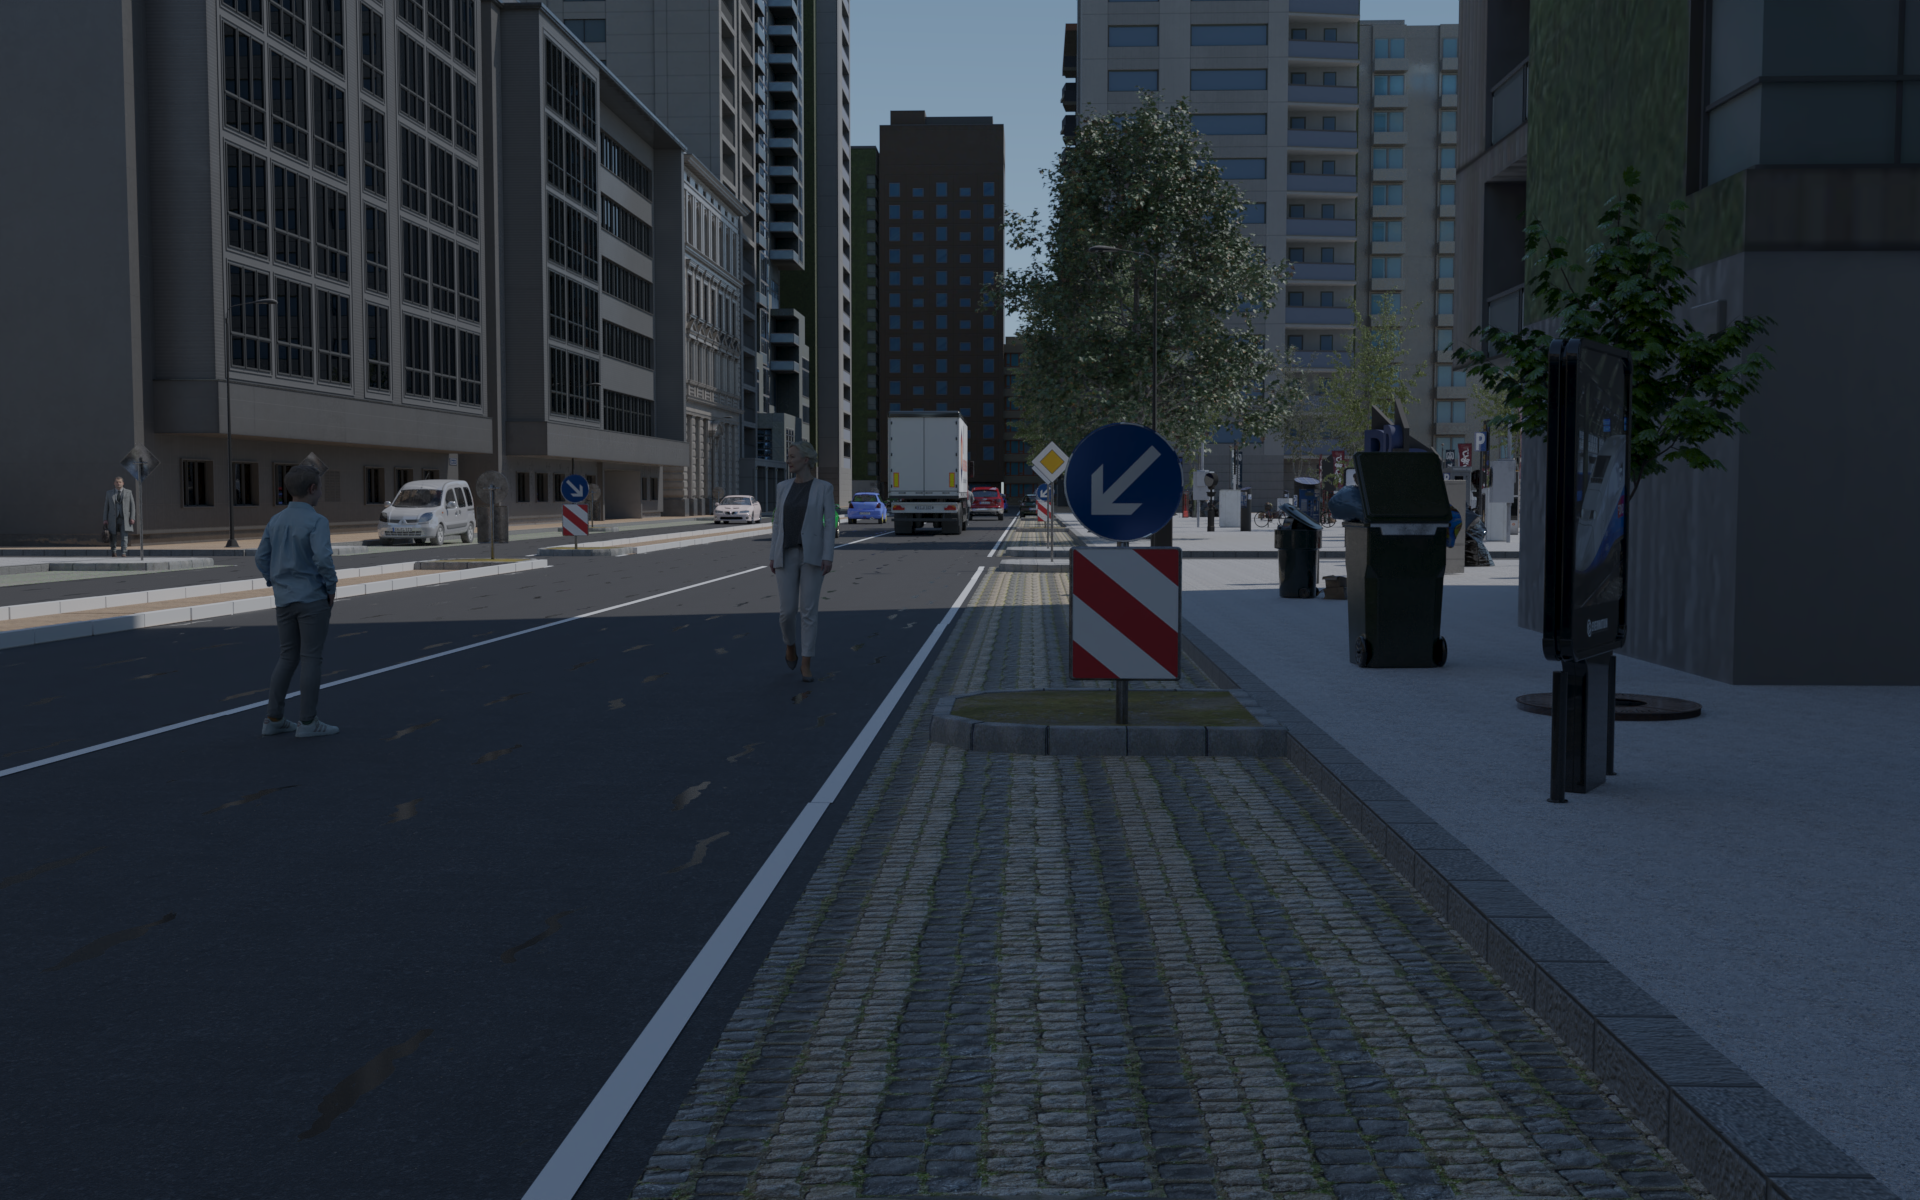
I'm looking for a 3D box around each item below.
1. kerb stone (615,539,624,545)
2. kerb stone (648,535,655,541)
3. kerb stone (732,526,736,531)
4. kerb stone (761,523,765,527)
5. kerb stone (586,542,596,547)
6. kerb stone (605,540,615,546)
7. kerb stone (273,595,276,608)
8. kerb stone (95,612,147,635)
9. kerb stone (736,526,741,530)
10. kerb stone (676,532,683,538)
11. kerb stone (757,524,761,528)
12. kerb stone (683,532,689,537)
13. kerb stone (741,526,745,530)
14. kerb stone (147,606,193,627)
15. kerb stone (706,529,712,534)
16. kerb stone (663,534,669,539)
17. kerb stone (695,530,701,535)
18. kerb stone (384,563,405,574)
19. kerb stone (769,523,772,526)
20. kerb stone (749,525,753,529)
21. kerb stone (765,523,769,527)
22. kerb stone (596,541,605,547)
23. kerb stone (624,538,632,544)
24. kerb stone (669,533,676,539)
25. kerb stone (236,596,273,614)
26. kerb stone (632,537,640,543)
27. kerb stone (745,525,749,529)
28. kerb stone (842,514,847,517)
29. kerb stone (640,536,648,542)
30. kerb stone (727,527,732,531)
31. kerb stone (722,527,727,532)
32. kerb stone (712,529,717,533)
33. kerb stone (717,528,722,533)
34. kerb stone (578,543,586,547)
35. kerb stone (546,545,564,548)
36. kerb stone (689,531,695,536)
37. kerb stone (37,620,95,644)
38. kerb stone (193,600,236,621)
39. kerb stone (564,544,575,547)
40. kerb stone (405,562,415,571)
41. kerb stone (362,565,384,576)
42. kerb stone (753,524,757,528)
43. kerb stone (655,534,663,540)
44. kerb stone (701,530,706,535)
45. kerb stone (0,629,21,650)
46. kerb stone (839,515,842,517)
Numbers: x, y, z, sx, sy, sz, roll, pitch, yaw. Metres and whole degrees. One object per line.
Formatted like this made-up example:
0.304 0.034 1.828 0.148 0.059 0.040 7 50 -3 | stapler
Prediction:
-9.650 -1.603 48.399 0.120 0.150 1.000 0 4 2 | kerb stone
-9.482 -1.853 52.509 0.120 0.150 1.000 0 4 2 | kerb stone
-8.890 -2.733 66.882 0.120 0.150 1.000 0 4 2 | kerb stone
-8.594 -3.164 74.048 0.120 0.150 1.000 0 4 2 | kerb stone
-9.774 -1.414 45.320 0.120 0.150 1.000 0 4 2 | kerb stone
-9.693 -1.530 47.364 0.120 0.150 1.000 0 4 2 | kerb stone
-8.642 0.008 22.130 0.120 0.150 1.000 0 4 2 | kerb stone
-8.810 0.259 18.038 0.120 0.150 1.000 0 4 2 | kerb stone
-8.838 -2.796 67.903 0.120 0.150 1.000 0 4 2 | kerb stone
-9.311 -2.105 56.614 0.120 0.150 1.000 0 4 2 | kerb stone
-8.627 -3.102 73.023 0.120 0.150 1.000 0 4 2 | kerb stone
-9.265 -2.168 57.650 0.120 0.150 1.000 0 4 2 | kerb stone
-8.801 -2.858 68.925 0.120 0.150 1.000 0 4 2 | kerb stone
-8.773 0.192 19.059 0.120 0.150 1.000 0 4 2 | kerb stone
-9.098 -2.415 61.757 0.120 0.150 1.000 0 4 2 | kerb stone
-9.400 -1.980 54.566 0.120 0.150 1.000 0 4 2 | kerb stone
-9.179 -2.288 59.701 0.120 0.150 1.000 0 4 2 | kerb stone
-10.350 -0.564 31.413 0.120 0.150 1.000 0 4 2 | kerb stone
-8.502 -3.290 76.102 0.120 0.150 1.000 0 4 2 | kerb stone
-8.718 -2.982 70.972 0.120 0.150 1.000 0 4 2 | kerb stone
-8.543 -3.235 75.080 0.120 0.150 1.000 0 4 2 | kerb stone
-9.740 -1.472 46.342 0.120 0.150 1.000 0 4 2 | kerb stone
-9.609 -1.666 49.435 0.120 0.150 1.000 0 4 2 | kerb stone
-9.349 -2.042 55.587 0.120 0.150 1.000 0 4 2 | kerb stone
-8.679 0.066 21.109 0.120 0.150 1.000 0 4 2 | kerb stone
-9.561 -1.723 50.463 0.120 0.150 1.000 0 4 2 | kerb stone
-8.760 -2.921 69.950 0.120 0.150 1.000 0 4 2 | kerb stone
-7.224 -5.178 106.851 0.120 0.150 1.000 0 4 2 | kerb stone
-9.519 -1.792 51.487 0.120 0.150 1.000 0 4 2 | kerb stone
-8.925 -2.664 65.844 0.120 0.150 1.000 0 4 2 | kerb stone
-8.970 -2.607 64.822 0.120 0.150 1.000 0 4 2 | kerb stone
-9.051 -2.482 62.778 0.120 0.150 1.000 0 4 2 | kerb stone
-9.012 -2.545 63.800 0.120 0.150 1.000 0 4 2 | kerb stone
-9.823 -1.349 44.299 0.120 0.150 1.000 0 4 2 | kerb stone
-9.906 -1.224 42.253 0.120 0.150 1.000 0 4 2 | kerb stone
-9.225 -2.231 58.671 0.120 0.150 1.000 0 4 2 | kerb stone
-8.855 0.317 17.007 0.120 0.150 1.000 0 4 2 | kerb stone
-8.719 0.131 20.080 0.120 0.150 1.000 0 4 2 | kerb stone
-9.860 -1.289 43.274 0.120 0.150 1.000 0 4 2 | kerb stone
-10.315 -0.626 32.450 0.120 0.150 1.000 0 4 2 | kerb stone
-10.395 -0.494 30.387 0.120 0.150 1.000 0 4 2 | kerb stone
-8.669 -3.044 71.993 0.120 0.150 1.000 0 4 2 | kerb stone
-9.440 -1.917 53.545 0.120 0.150 1.000 0 4 2 | kerb stone
-9.148 -2.357 60.735 0.120 0.150 1.000 0 4 2 | kerb stone
-8.892 0.380 15.985 0.120 0.150 1.000 0 4 2 | kerb stone
-7.356 -4.987 103.782 0.120 0.150 1.000 0 4 2 | kerb stone
